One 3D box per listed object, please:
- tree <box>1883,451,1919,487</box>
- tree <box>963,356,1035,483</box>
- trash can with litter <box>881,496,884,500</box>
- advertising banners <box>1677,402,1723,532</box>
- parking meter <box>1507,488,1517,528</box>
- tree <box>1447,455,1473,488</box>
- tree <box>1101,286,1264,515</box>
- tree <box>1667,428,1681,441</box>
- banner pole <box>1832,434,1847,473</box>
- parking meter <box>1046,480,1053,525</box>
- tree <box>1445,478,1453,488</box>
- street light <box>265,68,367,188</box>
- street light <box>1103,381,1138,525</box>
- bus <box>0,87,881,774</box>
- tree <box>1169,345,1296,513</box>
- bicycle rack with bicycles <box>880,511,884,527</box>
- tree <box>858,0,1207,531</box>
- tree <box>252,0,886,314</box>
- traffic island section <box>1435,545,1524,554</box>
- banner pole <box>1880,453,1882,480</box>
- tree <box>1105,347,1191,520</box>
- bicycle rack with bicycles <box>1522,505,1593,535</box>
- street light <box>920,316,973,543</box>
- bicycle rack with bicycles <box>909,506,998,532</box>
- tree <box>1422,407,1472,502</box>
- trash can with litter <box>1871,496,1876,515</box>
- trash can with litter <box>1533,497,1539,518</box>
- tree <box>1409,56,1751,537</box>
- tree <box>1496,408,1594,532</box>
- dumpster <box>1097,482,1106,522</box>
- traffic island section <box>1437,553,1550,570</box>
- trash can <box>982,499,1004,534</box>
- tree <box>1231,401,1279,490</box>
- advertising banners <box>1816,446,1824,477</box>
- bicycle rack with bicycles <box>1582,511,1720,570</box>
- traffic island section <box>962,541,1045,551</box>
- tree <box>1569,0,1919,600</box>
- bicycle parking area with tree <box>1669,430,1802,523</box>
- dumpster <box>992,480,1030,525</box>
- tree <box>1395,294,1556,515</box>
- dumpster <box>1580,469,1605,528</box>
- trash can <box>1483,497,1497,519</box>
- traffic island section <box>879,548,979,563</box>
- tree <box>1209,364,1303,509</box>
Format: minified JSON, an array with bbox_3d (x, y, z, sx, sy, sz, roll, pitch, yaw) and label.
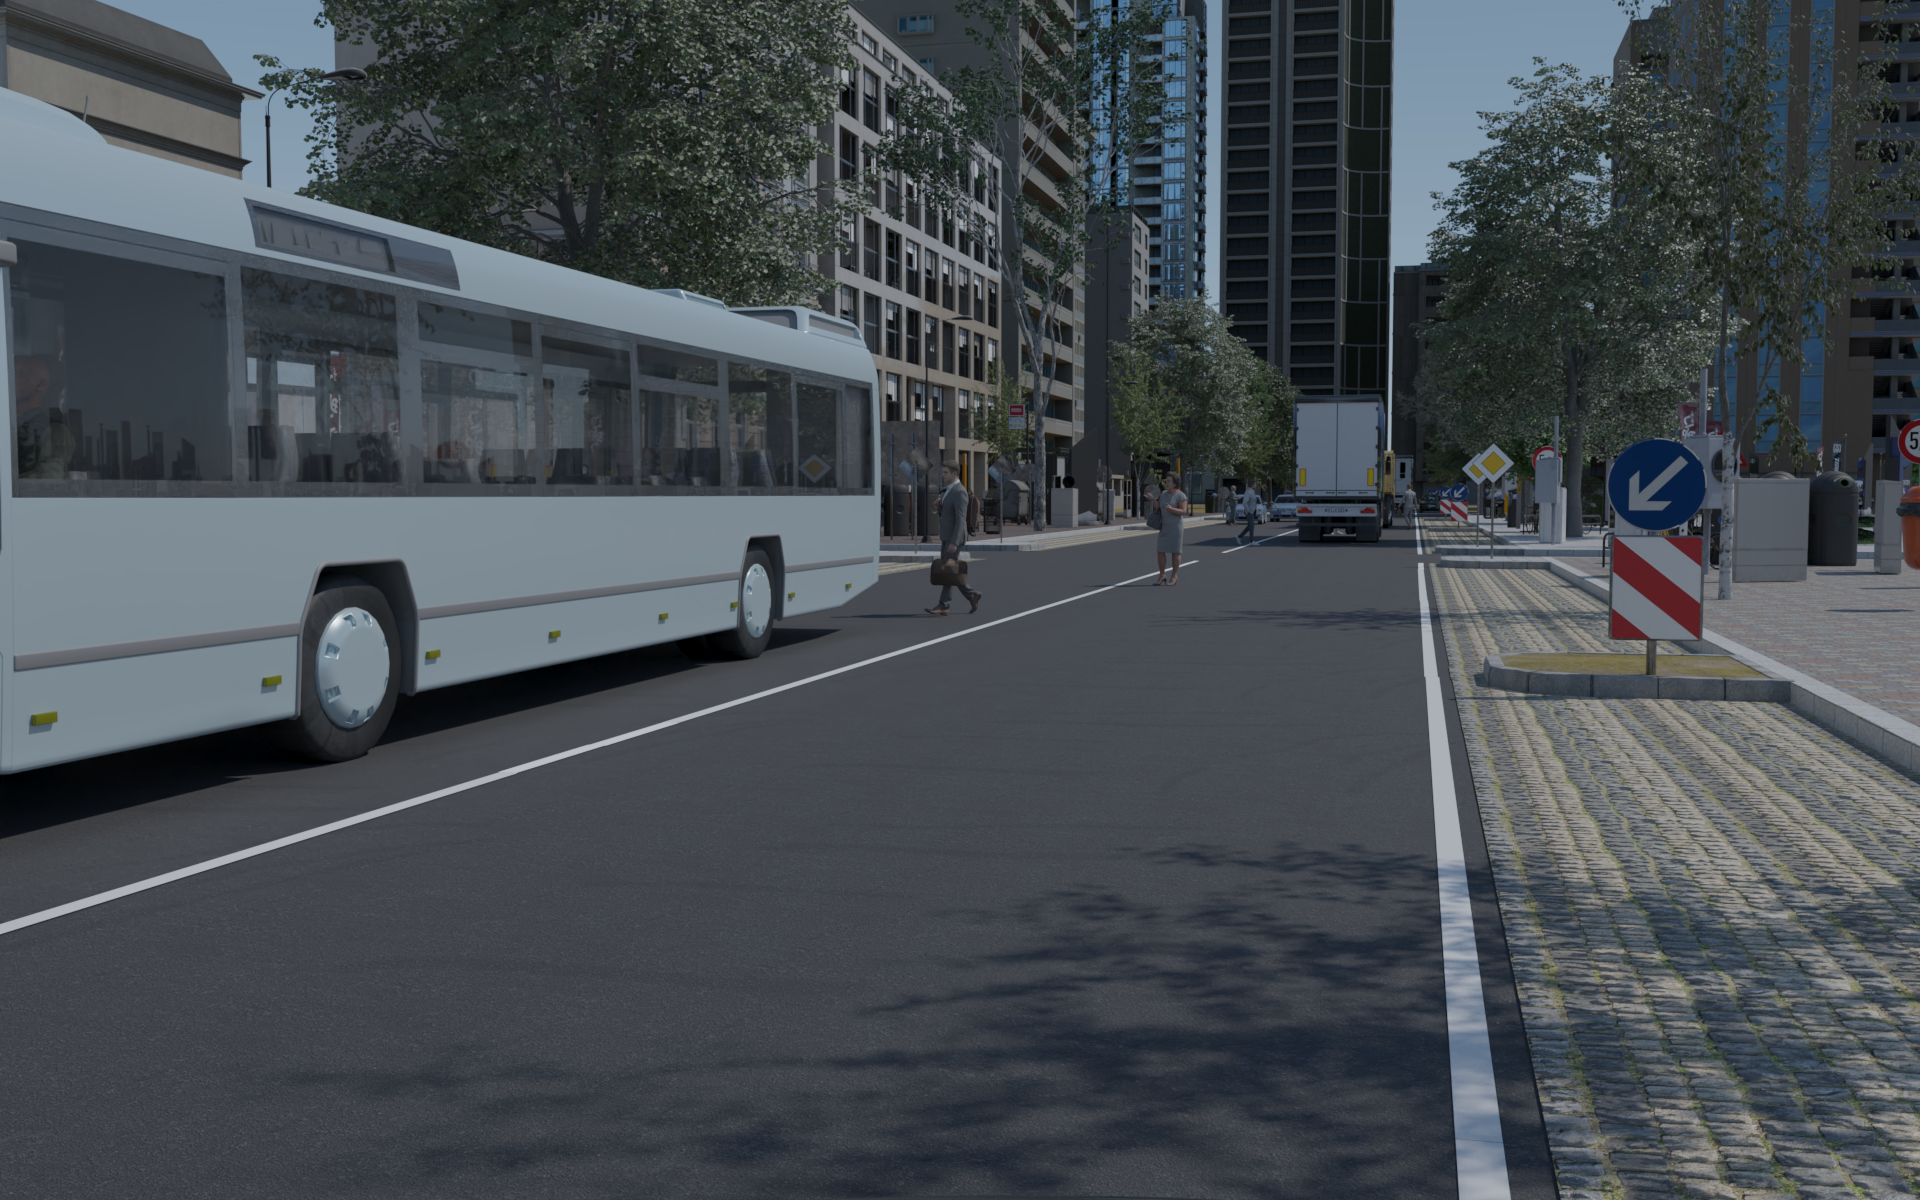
[{"bbox_3d":[43.557,-5.762,77.919,4.285,4.588,4.351,0,3,0],"label":"tree"},{"bbox_3d":[2.427,-8.639,91.611,4.737,8.622,4.395,0,3,0],"label":"tree"},{"bbox_3d":[-2.782,-3.866,74.274,2.233,1.210,1.678,-1,4,-15],"label":"trash can with litter"},{"bbox_3d":[14.572,-2.266,33.236,2.074,3.025,0.090,-1,4,-18],"label":"advertising banners"},{"bbox_3d":[21.037,-3.518,65.931,0.372,1.533,0.369,0,3,0],"label":"parking meter"},{"bbox_3d":[46.068,-12.768,159.123,4.737,8.622,4.395,0,3,0],"label":"tree"},{"bbox_3d":[13.595,-12.171,105.649,9.857,13.997,8.962,0,3,0],"label":"tree"},{"bbox_3d":[34.917,-6.208,85.212,4.285,4.588,4.351,0,3,0],"label":"tree"},{"bbox_3d":[36.746,-5.037,72.368,0.863,3.779,0.401,-1,4,-17],"label":"banner pole"},{"bbox_3d":[3.746,-4.028,71.571,0.255,1.863,0.399,-1,4,-16],"label":"parking meter"},{"bbox_3d":[52.806,-11.678,185.542,1.663,3.219,1.824,0,3,0],"label":"tree"},{"bbox_3d":[-7.140,-2.852,19.174,1.470,5.913,1.316,1,4,15],"label":"street light"},{"bbox_3d":[6.664,-6.062,71.662,1.470,5.913,1.316,1,4,15],"label":"street light"},{"bbox_3d":[-3.719,-1.062,12.222,2.948,3.499,13.247,1,4,14],"label":"bus"},{"bbox_3d":[17.756,-11.764,118.098,9.928,11.665,9.643,0,3,0],"label":"tree"},{"bbox_3d":[-2.993,-3.242,66.389,2.925,0.926,2.852,1,4,12],"label":"bicycle rack with bicycles"},{"bbox_3d":[1.350,-12.433,59.168,12.611,20.169,13.585,0,3,0],"label":"tree"},{"bbox_3d":[-6.088,-7.455,28.547,9.857,13.997,8.962,0,3,0],"label":"tree"},{"bbox_3d":[12.555,-1.204,41.962,2.009,0.180,2.903,1,4,15],"label":"traffic island section"},{"bbox_3d":[56.012,-7.060,105.449,0.401,3.779,0.863,2,4,29],"label":"banner pole"},{"bbox_3d":[9.009,-8.291,85.927,4.737,8.622,4.395,0,3,0],"label":"tree"},{"bbox_3d":[18.933,-2.546,55.012,2.852,0.926,2.925,3,5,43],"label":"bicycle rack with bicycles"},{"bbox_3d":[-0.349,-4.452,45.336,1.470,5.913,1.316,1,4,15],"label":"street light"},{"bbox_3d":[-0.562,-2.798,59.123,2.852,0.926,2.925,-1,4,-16],"label":"bicycle rack with bicycles"},{"bbox_3d":[51.172,-15.882,177.789,7.486,12.596,7.792,0,3,0],"label":"tree"},{"bbox_3d":[56.997,-5.905,107.927,0.624,1.170,1.055,2,4,27],"label":"trash can with litter"},{"bbox_3d":[26.492,-4.120,78.756,1.055,1.170,0.624,1,4,14],"label":"trash can with litter"},{"bbox_3d":[18.391,-8.848,51.328,9.857,13.997,8.962,0,3,0],"label":"tree"},{"bbox_3d":[19.723,-4.584,58.667,4.285,4.588,4.351,0,3,0],"label":"tree"},{"bbox_3d":[5.943,-4.505,79.415,1.264,1.857,1.865,1,4,14],"label":"dumpster"},{"bbox_3d":[10.530,-0.731,34.237,2.009,0.180,2.903,1,4,15],"label":"traffic island section"},{"bbox_3d":[1.050,-2.669,55.287,0.748,1.137,0.748,0,3,0],"label":"trash can"},{"bbox_3d":[22.570,-11.294,135.026,4.737,8.622,4.395,0,3,0],"label":"tree"},{"bbox_3d":[30.938,-4.097,63.168,2.074,3.025,0.090,-2,4,-35],"label":"advertising banners"},{"bbox_3d":[12.382,-1.000,29.730,2.852,0.926,2.925,-1,4,-13],"label":"bicycle rack with bicycles"},{"bbox_3d":[1.052,-1.388,44.971,2.009,0.180,2.903,1,4,15],"label":"traffic island section"},{"bbox_3d":[9.496,-4.300,20.667,4.360,8.622,3.978,0,3,0],"label":"tree"},{"bbox_3d":[35.053,-5.595,78.478,8.231,4.147,9.016,2,4,25],"label":"bicycle parking area with tree"},{"bbox_3d":[2.090,-4.018,71.450,1.264,1.857,1.865,1,4,15],"label":"dumpster"},{"bbox_3d":[31.523,-11.879,104.597,12.009,13.543,11.850,0,3,0],"label":"tree"},{"bbox_3d":[24.245,-3.949,67.066,1.502,2.255,1.985,1,4,15],"label":"dumpster"},{"bbox_3d":[27.257,-4.740,89.155,0.748,1.137,0.748,0,3,0],"label":"trash can"},{"bbox_3d":[-0.973,-0.915,37.246,2.009,0.180,2.903,1,4,15],"label":"traffic island section"},{"bbox_3d":[26.440,-14.274,150.387,9.611,12.733,9.660,0,3,0],"label":"tree"}]
